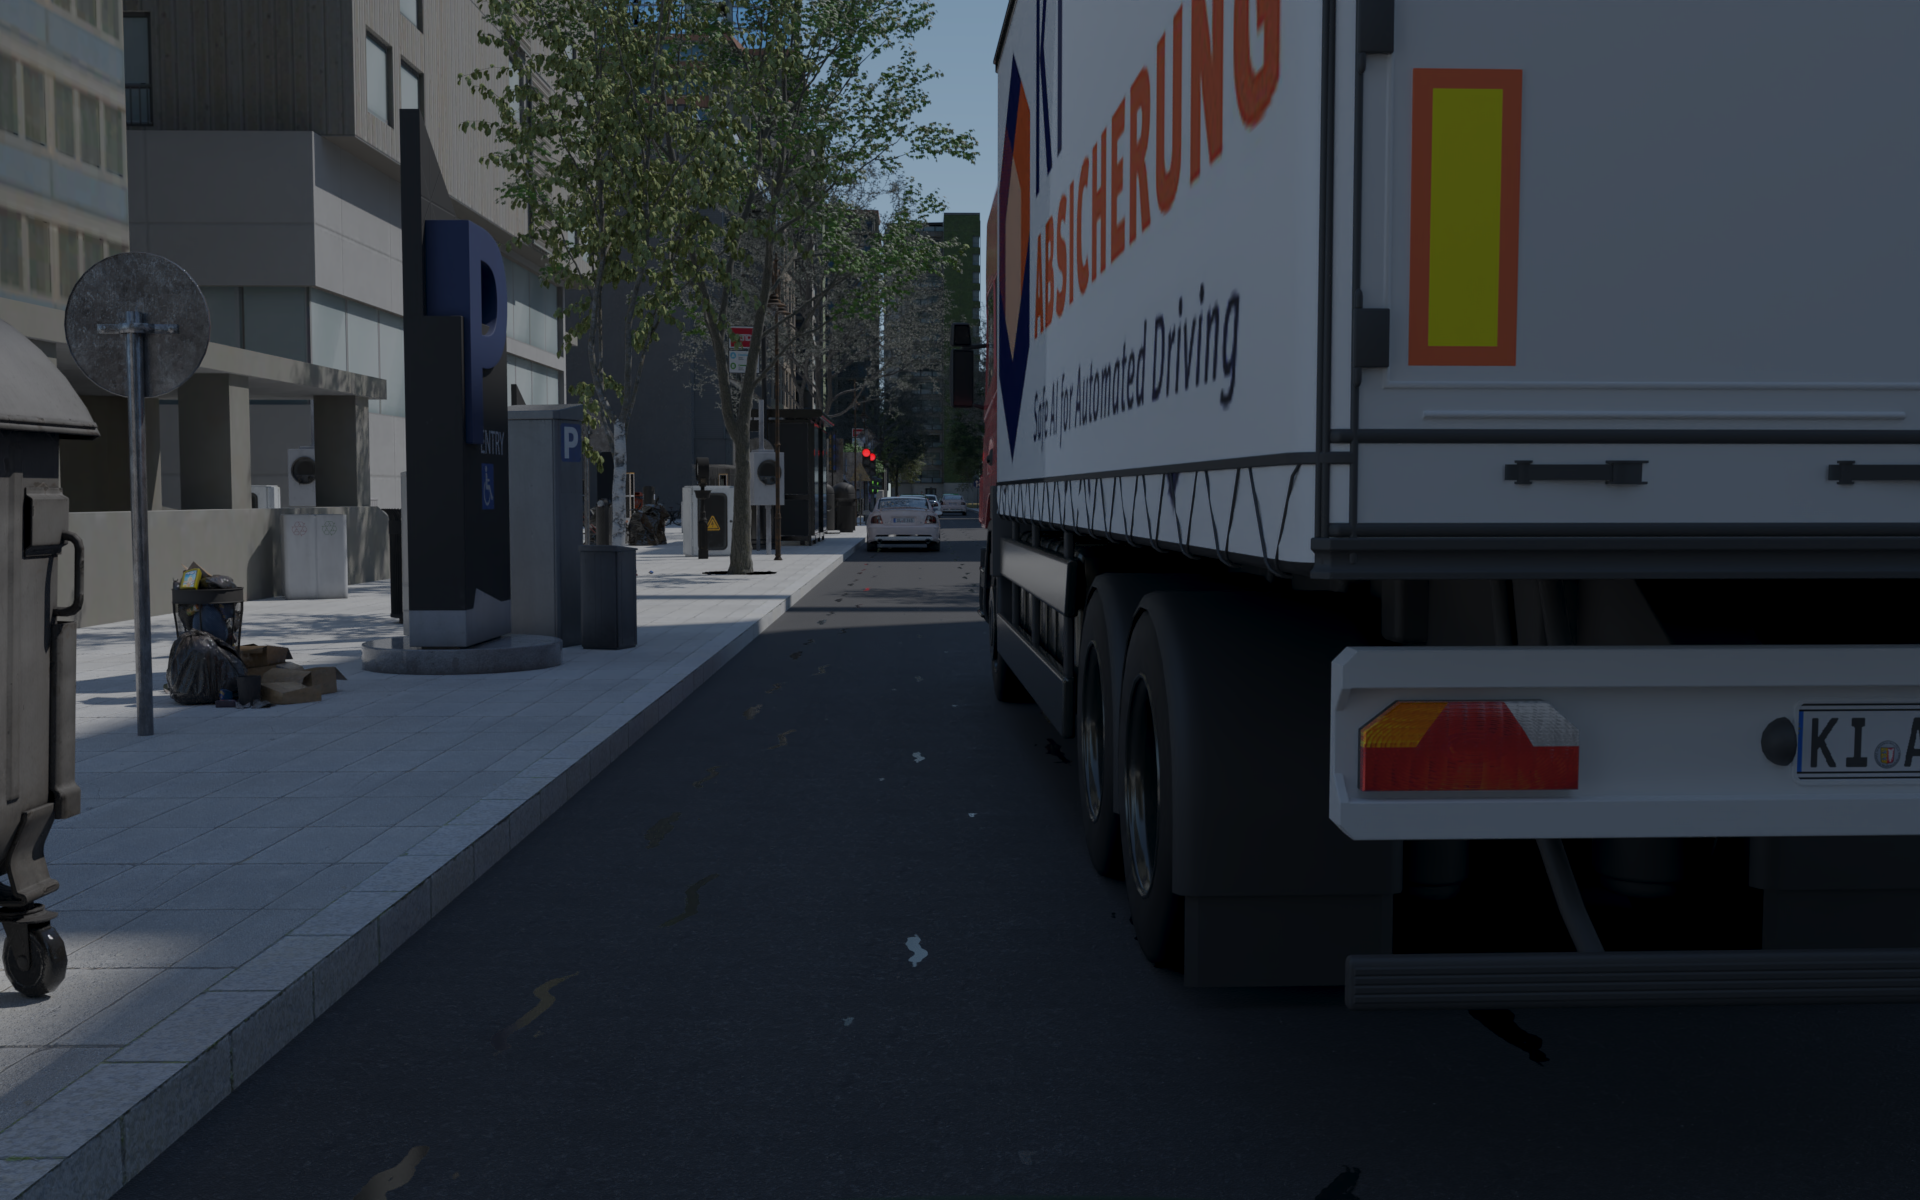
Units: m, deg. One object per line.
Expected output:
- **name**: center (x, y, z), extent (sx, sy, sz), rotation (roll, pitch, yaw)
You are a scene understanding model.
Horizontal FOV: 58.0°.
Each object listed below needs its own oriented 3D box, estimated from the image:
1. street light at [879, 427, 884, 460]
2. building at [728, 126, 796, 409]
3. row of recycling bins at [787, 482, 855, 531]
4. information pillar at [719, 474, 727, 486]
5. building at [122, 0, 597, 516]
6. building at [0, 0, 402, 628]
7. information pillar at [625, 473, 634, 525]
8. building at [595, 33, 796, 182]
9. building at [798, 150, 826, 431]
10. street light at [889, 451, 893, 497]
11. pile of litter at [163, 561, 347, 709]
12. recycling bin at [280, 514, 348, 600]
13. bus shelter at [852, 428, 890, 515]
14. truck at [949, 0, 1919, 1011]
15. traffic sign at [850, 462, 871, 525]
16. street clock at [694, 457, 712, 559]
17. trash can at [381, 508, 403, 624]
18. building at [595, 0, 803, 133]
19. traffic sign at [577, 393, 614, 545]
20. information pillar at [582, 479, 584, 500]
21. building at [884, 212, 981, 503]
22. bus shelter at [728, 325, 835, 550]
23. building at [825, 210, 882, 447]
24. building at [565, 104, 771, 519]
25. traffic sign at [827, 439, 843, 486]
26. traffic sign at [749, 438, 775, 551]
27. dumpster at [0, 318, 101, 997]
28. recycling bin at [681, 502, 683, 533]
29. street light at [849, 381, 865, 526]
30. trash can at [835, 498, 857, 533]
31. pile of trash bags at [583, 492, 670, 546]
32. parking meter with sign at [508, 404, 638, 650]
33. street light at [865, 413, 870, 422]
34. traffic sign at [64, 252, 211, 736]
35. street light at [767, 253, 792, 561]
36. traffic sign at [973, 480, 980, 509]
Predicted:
- **street light**: center (-5.310, -8.791, 116.527), extent (0.468, 5.910, 1.993), rotation (0, 4, -1)
- **building**: center (-23.588, -20.152, 133.999), extent (19.350, 26.468, 34.151), rotation (0, 4, -1)
- **row of recycling bins**: center (-5.227, -3.285, 60.828), extent (3.534, 1.692, 1.069), rotation (-2, 4, -35)
- **information pillar**: center (-8.661, -3.602, 63.384), extent (0.304, 2.012, 0.304), rotation (0, 4, -6)
- **building**: center (-25.714, -28.039, 47.674), extent (27.495, 52.752, 28.713), rotation (0, 4, -1)
- **building**: center (-24.623, -20.020, 19.209), extent (32.217, 40.220, 23.993), rotation (0, 4, -1)
- **information pillar**: center (-11.490, -3.398, 60.043), extent (0.304, 2.012, 0.304), rotation (1, 4, 17)
- **building**: center (-26.022, -31.417, 168.290), extent (22.147, 44.769, 28.867), rotation (0, 4, -1)
- **building**: center (-22.197, -31.008, 190.577), extent (14.154, 41.232, 14.086), rotation (0, 4, -1)
- **street light**: center (-6.080, -10.995, 152.563), extent (0.468, 5.910, 1.993), rotation (0, 4, -1)
- **pile of litter**: center (-4.562, 0.174, 11.127), extent (1.176, 0.858, 1.719), rotation (-1, 4, -10)
- **recycling bin**: center (-7.984, -0.541, 21.396), extent (0.722, 1.027, 0.722), rotation (-2, 4, -25)
- **bus shelter**: center (-5.554, -7.986, 108.205), extent (2.179, 5.291, 8.768), rotation (0, 4, -1)
- **truck**: center (1.549, -1.203, 8.590), extent (2.839, 4.237, 11.283), rotation (0, 4, -3)
- **traffic sign**: center (-4.067, -4.322, 70.661), extent (0.884, 2.594, 0.081), rotation (0, 4, 5)
- **street clock**: center (-5.076, -1.811, 34.184), extent (0.358, 2.002, 0.471), rotation (-1, 4, -14)
- **trash can**: center (-5.372, -0.344, 17.279), extent (0.748, 1.137, 0.748), rotation (0, 3, 0)
- **building**: center (-31.147, -54.895, 210.197), extent (31.000, 86.520, 22.319), rotation (0, 4, -1)
- **traffic sign**: center (-4.676, -1.327, 21.703), extent (0.884, 2.594, 0.081), rotation (0, 4, 1)
- **information pillar**: center (-19.049, -5.045, 86.971), extent (0.304, 2.012, 0.304), rotation (1, 4, 14)
- **building**: center (-4.152, -34.837, 253.175), extent (14.086, 41.232, 14.154), rotation (0, 4, -1)
- **bus shelter**: center (-4.486, -4.058, 43.978), extent (2.179, 5.291, 8.768), rotation (0, 4, -1)
- **building**: center (-26.106, -36.822, 256.656), extent (28.867, 44.769, 22.147), rotation (0, 4, -1)
- **building**: center (-19.388, -17.291, 101.778), extent (14.314, 24.678, 30.058), rotation (0, 4, -1)
- **traffic sign**: center (-5.397, -4.263, 63.577), extent (2.265, 3.308, 0.079), rotation (0, 4, 8)
- **traffic sign**: center (-4.551, -2.380, 39.014), extent (0.768, 2.556, 0.104), rotation (0, 4, 6)
- **dumpster**: center (-2.860, 0.128, 3.670), extent (1.264, 1.857, 1.865), rotation (0, 4, -1)
- **recycling bin**: center (-8.829, -2.736, 57.285), extent (0.722, 1.027, 0.722), rotation (0, 4, -5)
- **street light**: center (-4.195, -5.908, 69.378), extent (0.468, 5.910, 1.993), rotation (0, 4, -1)
- **trash can**: center (-3.796, -2.826, 57.851), extent (0.748, 1.137, 0.748), rotation (0, 3, 0)
- **pile of trash bags**: center (-7.786, -2.066, 43.528), extent (3.447, 1.369, 1.912), rotation (1, 4, 20)
- **parking meter with sign**: center (-3.567, -1.120, 14.571), extent (1.738, 3.016, 0.543), rotation (1, 4, 18)
- **street light**: center (-4.442, -6.588, 80.493), extent (0.468, 5.910, 1.993), rotation (0, 4, -1)
- **traffic sign**: center (-4.334, -0.552, 9.138), extent (0.768, 2.556, 0.104), rotation (0, 4, 0)
- **street light**: center (-3.520, -3.703, 33.340), extent (0.468, 5.910, 1.993), rotation (0, 4, -1)
- **traffic sign**: center (1.537, -9.295, 152.073), extent (0.768, 2.556, 0.104), rotation (0, 4, 3)
